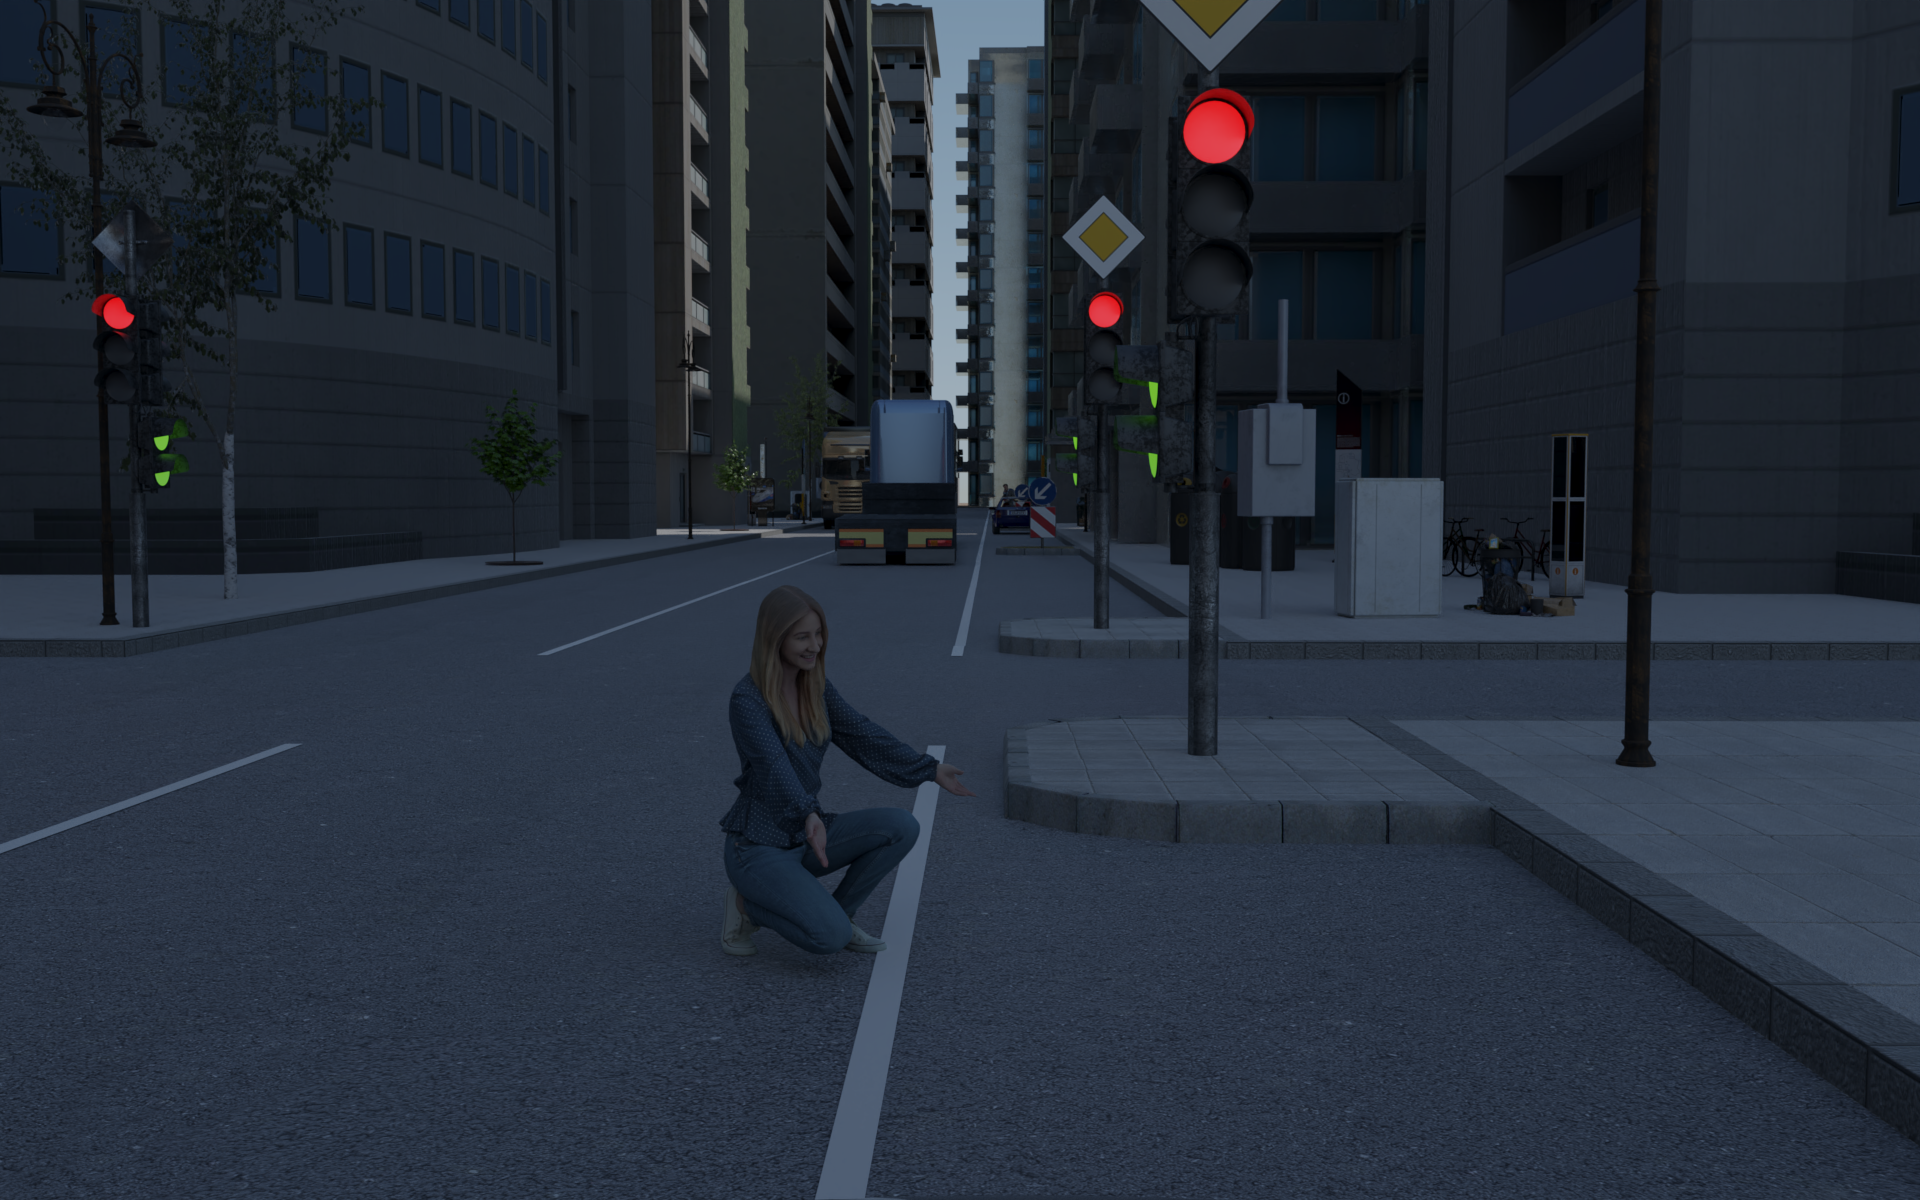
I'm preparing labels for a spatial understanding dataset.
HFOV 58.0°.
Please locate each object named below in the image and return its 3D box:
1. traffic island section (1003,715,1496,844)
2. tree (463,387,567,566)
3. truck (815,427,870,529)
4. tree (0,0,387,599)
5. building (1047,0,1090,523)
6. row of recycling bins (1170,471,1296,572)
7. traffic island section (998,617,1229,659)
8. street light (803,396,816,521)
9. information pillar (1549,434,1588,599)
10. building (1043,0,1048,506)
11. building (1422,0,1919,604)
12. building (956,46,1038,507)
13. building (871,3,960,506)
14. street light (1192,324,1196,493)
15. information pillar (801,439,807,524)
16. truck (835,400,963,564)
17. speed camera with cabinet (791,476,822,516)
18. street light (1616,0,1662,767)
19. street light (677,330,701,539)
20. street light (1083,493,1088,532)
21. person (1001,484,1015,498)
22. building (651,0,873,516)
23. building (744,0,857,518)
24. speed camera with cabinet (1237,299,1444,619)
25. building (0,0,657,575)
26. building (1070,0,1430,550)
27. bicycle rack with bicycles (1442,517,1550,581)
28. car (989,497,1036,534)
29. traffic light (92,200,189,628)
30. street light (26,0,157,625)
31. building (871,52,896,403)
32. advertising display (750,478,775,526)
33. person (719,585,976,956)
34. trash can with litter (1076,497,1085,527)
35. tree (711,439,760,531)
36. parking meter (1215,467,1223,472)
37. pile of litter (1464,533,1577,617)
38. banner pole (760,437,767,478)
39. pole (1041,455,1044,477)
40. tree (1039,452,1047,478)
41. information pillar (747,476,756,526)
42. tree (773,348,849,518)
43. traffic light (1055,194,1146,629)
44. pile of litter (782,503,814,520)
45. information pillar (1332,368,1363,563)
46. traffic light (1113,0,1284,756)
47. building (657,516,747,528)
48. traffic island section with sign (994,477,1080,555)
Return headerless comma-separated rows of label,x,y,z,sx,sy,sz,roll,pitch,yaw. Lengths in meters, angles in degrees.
traffic island section,1.219,0.840,8.548,2.009,0.180,2.903,0,4,1
tree,-7.966,-2.251,31.401,1.663,3.219,1.824,0,3,0
truck,-4.460,-5.217,74.211,2.839,4.237,11.283,0,4,-1
tree,-9.167,-4.317,20.944,4.360,8.622,3.978,0,3,0
building,11.115,-18.972,81.894,14.160,30.474,14.107,0,4,1
row of recycling bins,4.758,-1.420,30.331,1.069,1.692,3.534,-1,4,-20
traffic island section,1.371,0.352,16.532,2.009,0.180,2.903,0,4,1
street light,-7.077,-6.661,81.696,0.468,5.910,1.993,0,4,1
information pillar,7.466,-1.025,21.257,0.304,2.012,0.304,-1,4,-23
building,16.532,-35.632,124.581,21.231,58.520,28.212,0,4,1
building,23.298,-29.521,24.662,28.212,58.520,21.231,0,4,1
building,14.857,-34.635,185.887,30.456,49.044,23.786,0,4,1
building,-14.061,-36.683,189.008,27.495,52.752,28.713,0,4,1
street light,3.585,-3.268,26.221,0.468,5.910,1.993,0,4,1
information pillar,-6.652,-5.030,73.591,0.183,3.616,0.504,0,4,3
truck,-1.334,-3.297,43.663,2.967,4.110,18.799,0,4,0
speed camera with cabinet,-7.902,-5.943,91.512,2.038,3.252,0.660,-1,4,-14
street light,3.204,-2.156,8.033,0.468,5.910,1.993,0,4,1
street light,-7.663,-4.665,49.064,0.468,5.910,1.993,0,4,1
street light,4.258,-5.243,58.516,0.468,5.910,1.993,0,4,1
person,1.958,-3.776,70.043,0.655,1.846,0.447,3,4,37
building,-13.528,-26.693,120.021,14.154,41.232,14.086,0,4,1
building,-17.618,-29.258,102.063,21.300,48.544,21.600,0,4,1
speed camera with cabinet,3.948,-1.447,17.990,2.038,3.252,0.660,0,4,-7
building,-20.094,-30.325,37.809,21.231,58.520,28.212,0,4,1
building,14.723,-26.387,51.028,23.786,49.044,30.456,0,4,1
bicycle rack with bicycles,7.418,-0.789,26.283,2.852,0.926,2.925,-1,4,-17
car,2.032,-3.076,62.875,1.945,1.354,3.894,0,4,0
traffic light,-7.879,-1.692,16.578,0.839,4.253,0.868,0,4,1
street light,-8.352,-2.694,16.830,0.468,5.910,1.993,0,4,1
building,-17.901,-28.133,151.852,23.993,40.220,32.217,0,4,1
advertising display,-7.848,-3.892,68.843,0.974,1.923,0.123,0,4,7
person,-0.361,0.526,5.402,0.738,1.151,1.012,3,4,38
trash can with litter,4.924,-3.501,68.633,0.624,1.170,1.055,0,4,-2
tree,-7.745,-4.016,60.264,1.663,3.219,1.824,0,3,0
parking meter,5.346,-1.874,36.357,0.255,1.863,0.399,3,5,44
pile of litter,6.114,-0.300,18.877,1.176,0.858,1.719,1,4,15
banner pole,-8.611,-5.265,76.094,0.401,3.779,0.863,-2,4,-29
pole,4.348,-5.946,91.058,0.158,3.312,0.155,0,3,0
tree,6.016,-6.827,95.336,4.285,4.588,4.351,0,3,0
information pillar,-8.477,-4.032,70.413,0.304,2.012,0.304,-1,4,-20
tree,-7.658,-8.429,88.172,4.737,8.622,4.395,0,3,0
traffic light,1.331,-1.682,16.419,0.839,4.253,0.868,0,4,1
pile of litter,-8.093,-4.377,85.524,1.719,0.858,1.176,1,4,17
information pillar,7.222,-2.502,32.262,0.504,3.616,0.183,1,4,23
traffic light,1.179,-1.194,8.435,0.839,4.253,0.868,0,4,1
building,-16.221,-23.472,67.363,14.154,41.232,14.086,0,4,1
traffic island section with sign,1.849,-2.006,41.422,1.989,1.847,2.006,0,4,1
